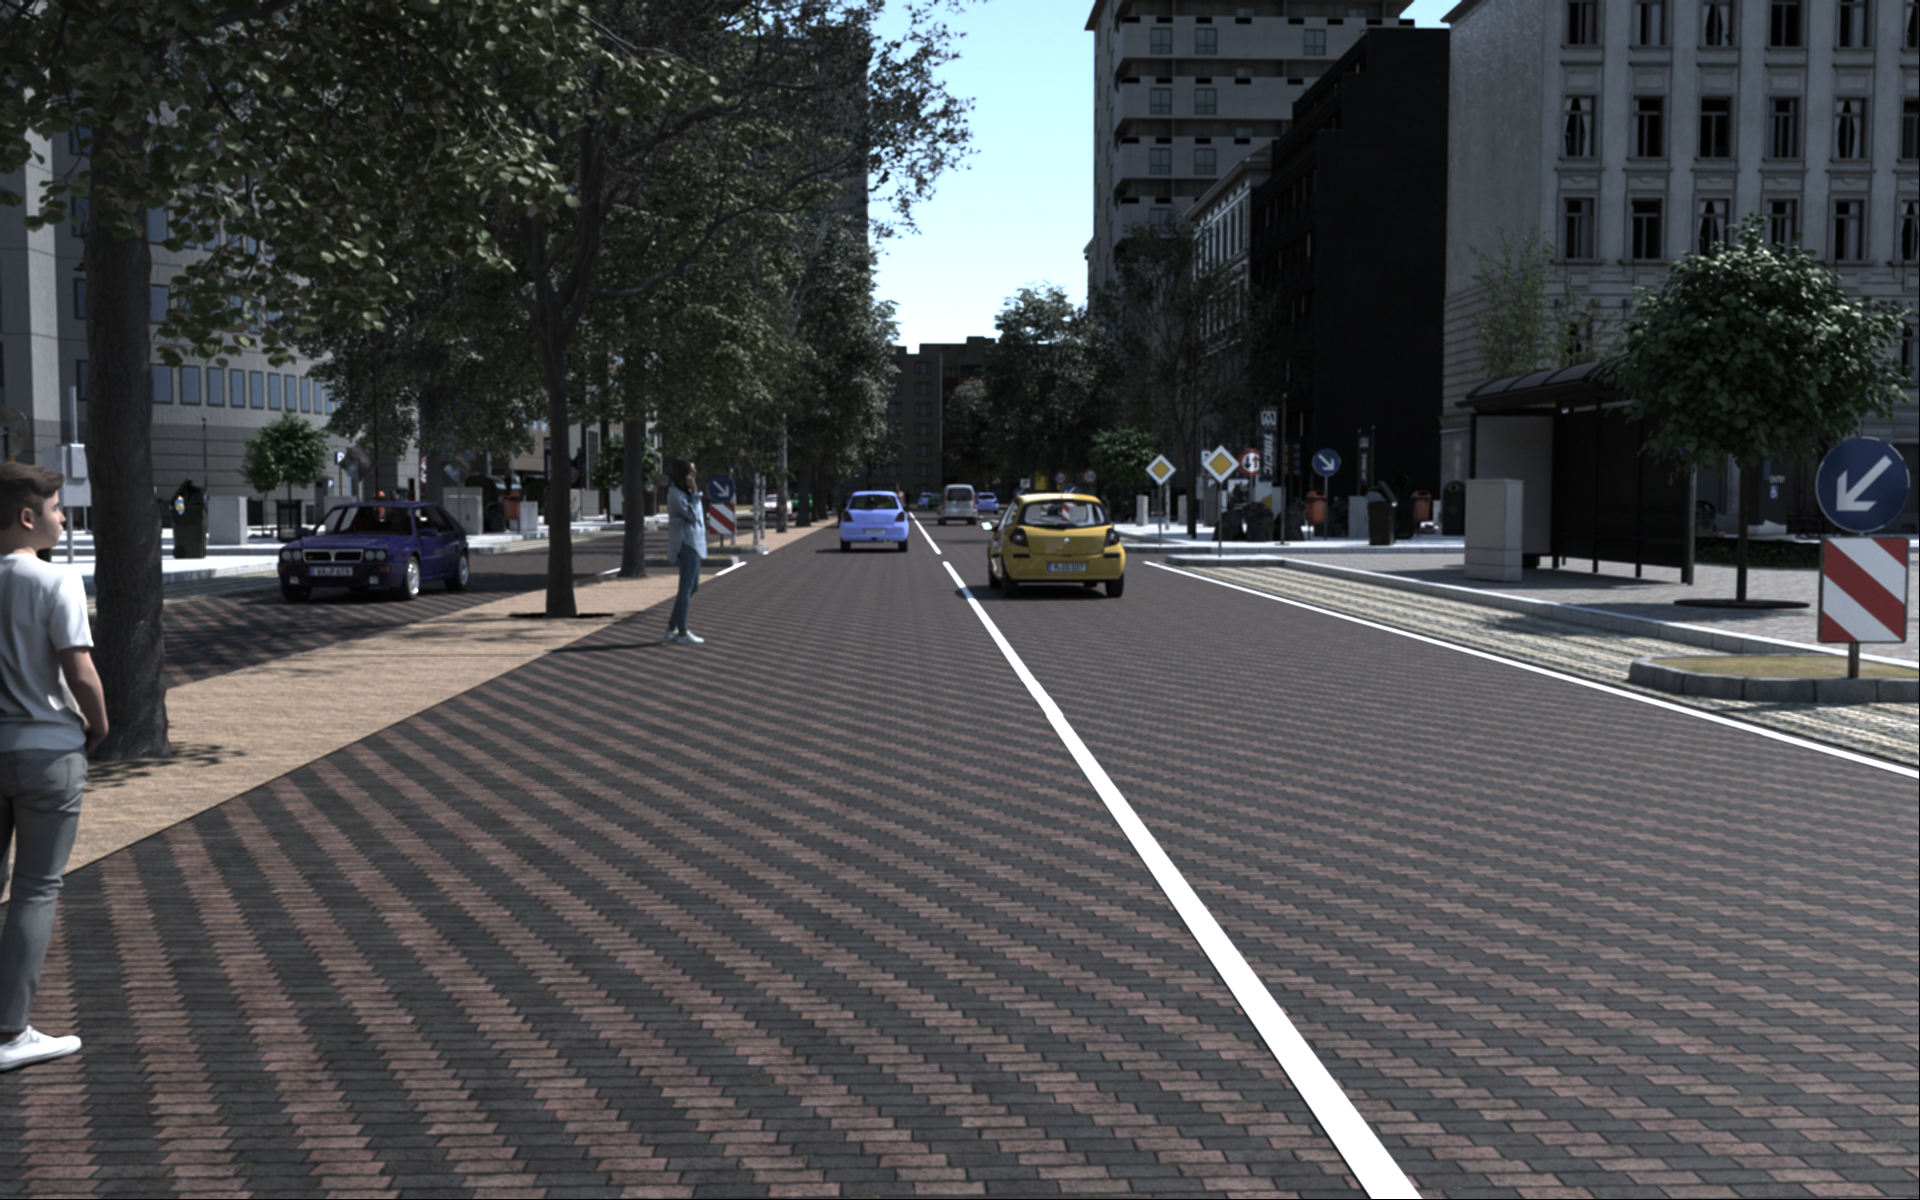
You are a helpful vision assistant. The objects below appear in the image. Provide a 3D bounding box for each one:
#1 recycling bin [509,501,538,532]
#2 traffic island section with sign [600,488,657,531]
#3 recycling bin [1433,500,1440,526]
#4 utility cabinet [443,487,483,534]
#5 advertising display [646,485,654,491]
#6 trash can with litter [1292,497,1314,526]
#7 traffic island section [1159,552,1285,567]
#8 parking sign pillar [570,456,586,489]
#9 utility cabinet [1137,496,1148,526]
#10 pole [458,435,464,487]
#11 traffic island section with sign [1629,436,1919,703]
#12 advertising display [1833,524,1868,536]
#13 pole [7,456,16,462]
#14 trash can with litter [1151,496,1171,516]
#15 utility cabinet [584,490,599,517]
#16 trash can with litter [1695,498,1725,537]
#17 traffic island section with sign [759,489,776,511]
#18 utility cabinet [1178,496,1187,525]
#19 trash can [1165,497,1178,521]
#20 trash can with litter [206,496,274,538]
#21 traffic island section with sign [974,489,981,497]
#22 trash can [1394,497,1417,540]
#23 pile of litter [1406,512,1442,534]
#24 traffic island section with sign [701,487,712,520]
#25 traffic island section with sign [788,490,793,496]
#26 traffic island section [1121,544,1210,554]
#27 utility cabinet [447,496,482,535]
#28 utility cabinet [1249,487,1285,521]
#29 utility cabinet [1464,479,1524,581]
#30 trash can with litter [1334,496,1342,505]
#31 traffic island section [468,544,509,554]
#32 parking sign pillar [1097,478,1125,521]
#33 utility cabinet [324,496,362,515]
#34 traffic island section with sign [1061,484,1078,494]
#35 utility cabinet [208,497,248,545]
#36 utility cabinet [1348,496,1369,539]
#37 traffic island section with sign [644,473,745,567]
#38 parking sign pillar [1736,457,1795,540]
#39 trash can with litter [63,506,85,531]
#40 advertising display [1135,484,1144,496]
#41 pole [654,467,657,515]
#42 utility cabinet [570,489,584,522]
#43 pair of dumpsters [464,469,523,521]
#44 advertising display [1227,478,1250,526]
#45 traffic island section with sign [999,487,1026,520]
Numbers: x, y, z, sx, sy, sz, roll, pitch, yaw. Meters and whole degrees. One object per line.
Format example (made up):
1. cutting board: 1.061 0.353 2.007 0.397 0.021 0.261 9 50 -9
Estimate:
1. recycling bin: -15.038 -2.881 59.656 0.722 1.027 0.722 -3 5 -44
2. traffic island section with sign: -12.867 -3.600 67.492 1.989 1.847 2.006 0 4 -2
3. recycling bin: 19.621 -3.515 70.022 0.722 1.027 0.722 -1 4 -16
4. utility cabinet: -15.846 -2.847 55.220 1.173 1.500 0.318 -1 4 -9
5. advertising display: -19.688 -6.385 109.608 0.974 1.923 0.123 -2 4 -30
6. trash can with litter: 13.756 -3.518 68.900 1.055 1.170 0.624 2 4 32
7. traffic island section: 5.290 -0.786 35.135 2.009 0.180 2.903 0 4 -2
8. parking sign pillar: -25.805 -7.795 115.919 1.447 3.967 1.447 3 5 39
9. utility cabinet: 7.297 -3.551 69.220 0.306 1.237 1.020 1 4 16
10. pole: -17.278 -4.051 60.071 0.158 3.312 0.155 0 3 0
11. traffic island section with sign: 6.102 -0.252 12.744 1.989 1.847 2.006 0 4 -2
12. advertising display: 23.567 -2.482 45.787 0.974 1.923 0.123 0 4 1
13. pole: -24.831 -3.150 45.353 0.158 3.312 0.155 0 3 0
14. trash can with litter: 11.496 -5.522 101.346 1.678 1.210 2.233 1 4 20
15. utility cabinet: -20.845 -5.403 97.021 1.173 1.500 0.318 -2 4 -24
16. trash can with litter: 19.747 -2.101 45.734 1.055 1.170 0.624 -2 4 -31
17. traffic island section with sign: -15.668 -8.311 144.515 1.989 1.847 2.006 0 4 -2
18. utility cabinet: 9.292 -3.671 71.184 0.306 1.237 1.020 -1 4 -17
19. trash can: 10.057 -4.302 81.995 0.748 1.137 0.748 0 3 0
20. trash can with litter: -21.191 -2.452 51.146 2.233 1.210 1.678 0 4 0
21. traffic island section with sign: 1.302 -8.329 144.803 1.989 1.847 2.006 0 4 -2
22. trash can: 12.504 -2.280 48.924 0.748 1.137 0.748 0 3 0
23. pile of litter: 14.791 -2.553 55.701 1.719 0.858 1.176 0 4 4
24. traffic island section with sign: -13.862 -5.274 94.863 1.989 1.847 2.006 0 4 -2
25. traffic island section with sign: -16.659 -9.959 171.452 1.989 1.847 2.006 0 4 -2
26. traffic island section: 5.000 -1.274 43.115 2.009 0.180 2.903 0 4 -2
27. utility cabinet: -15.397 -2.608 53.795 1.020 1.237 0.306 1 4 10
28. utility cabinet: 9.505 -2.752 53.679 1.173 1.500 0.318 -2 4 -27
29. utility cabinet: 7.885 -1.034 25.579 0.318 1.500 1.173 -1 4 -11
30. trash can with litter: 12.870 -2.951 59.301 1.678 1.210 2.233 0 4 6
31. traffic island section: -12.280 -1.236 42.493 2.009 0.180 2.903 0 4 -2
32. parking sign pillar: 7.317 -5.844 84.019 1.447 3.967 1.447 1 4 13
33. utility cabinet: -20.037 -2.750 56.125 1.020 1.237 0.306 -2 4 -31
34. traffic island section with sign: 4.106 -3.613 67.697 1.989 1.847 2.006 0 4 -2
35. utility cabinet: -18.387 -1.978 43.501 1.020 1.237 0.306 1 4 22
36. utility cabinet: 11.553 -2.384 50.139 0.306 1.237 1.020 2 4 31
37. traffic island section with sign: -5.505 -1.642 34.982 2.006 1.907 1.989 0 4 -2
38. parking sign pillar: 21.494 -3.525 46.110 1.447 3.967 1.447 -2 4 -34
39. trash can with litter: -31.262 -3.021 60.451 1.678 1.210 2.233 0 4 3
40. advertising display: 11.228 -6.304 108.291 0.123 1.923 0.974 3 4 38
41. pole: -18.595 -6.840 105.676 0.158 3.312 0.155 0 3 0
42. utility cabinet: -17.801 -4.324 79.383 0.318 1.500 1.173 1 4 19
43. pair of dumpsters: -17.507 -3.798 64.593 1.574 2.255 4.437 0 4 -2
44. advertising display: 11.350 -3.999 70.595 0.974 1.923 0.123 2 4 30
45. traffic island section with sign: 3.125 -5.261 94.644 1.989 1.847 2.006 0 4 -2
